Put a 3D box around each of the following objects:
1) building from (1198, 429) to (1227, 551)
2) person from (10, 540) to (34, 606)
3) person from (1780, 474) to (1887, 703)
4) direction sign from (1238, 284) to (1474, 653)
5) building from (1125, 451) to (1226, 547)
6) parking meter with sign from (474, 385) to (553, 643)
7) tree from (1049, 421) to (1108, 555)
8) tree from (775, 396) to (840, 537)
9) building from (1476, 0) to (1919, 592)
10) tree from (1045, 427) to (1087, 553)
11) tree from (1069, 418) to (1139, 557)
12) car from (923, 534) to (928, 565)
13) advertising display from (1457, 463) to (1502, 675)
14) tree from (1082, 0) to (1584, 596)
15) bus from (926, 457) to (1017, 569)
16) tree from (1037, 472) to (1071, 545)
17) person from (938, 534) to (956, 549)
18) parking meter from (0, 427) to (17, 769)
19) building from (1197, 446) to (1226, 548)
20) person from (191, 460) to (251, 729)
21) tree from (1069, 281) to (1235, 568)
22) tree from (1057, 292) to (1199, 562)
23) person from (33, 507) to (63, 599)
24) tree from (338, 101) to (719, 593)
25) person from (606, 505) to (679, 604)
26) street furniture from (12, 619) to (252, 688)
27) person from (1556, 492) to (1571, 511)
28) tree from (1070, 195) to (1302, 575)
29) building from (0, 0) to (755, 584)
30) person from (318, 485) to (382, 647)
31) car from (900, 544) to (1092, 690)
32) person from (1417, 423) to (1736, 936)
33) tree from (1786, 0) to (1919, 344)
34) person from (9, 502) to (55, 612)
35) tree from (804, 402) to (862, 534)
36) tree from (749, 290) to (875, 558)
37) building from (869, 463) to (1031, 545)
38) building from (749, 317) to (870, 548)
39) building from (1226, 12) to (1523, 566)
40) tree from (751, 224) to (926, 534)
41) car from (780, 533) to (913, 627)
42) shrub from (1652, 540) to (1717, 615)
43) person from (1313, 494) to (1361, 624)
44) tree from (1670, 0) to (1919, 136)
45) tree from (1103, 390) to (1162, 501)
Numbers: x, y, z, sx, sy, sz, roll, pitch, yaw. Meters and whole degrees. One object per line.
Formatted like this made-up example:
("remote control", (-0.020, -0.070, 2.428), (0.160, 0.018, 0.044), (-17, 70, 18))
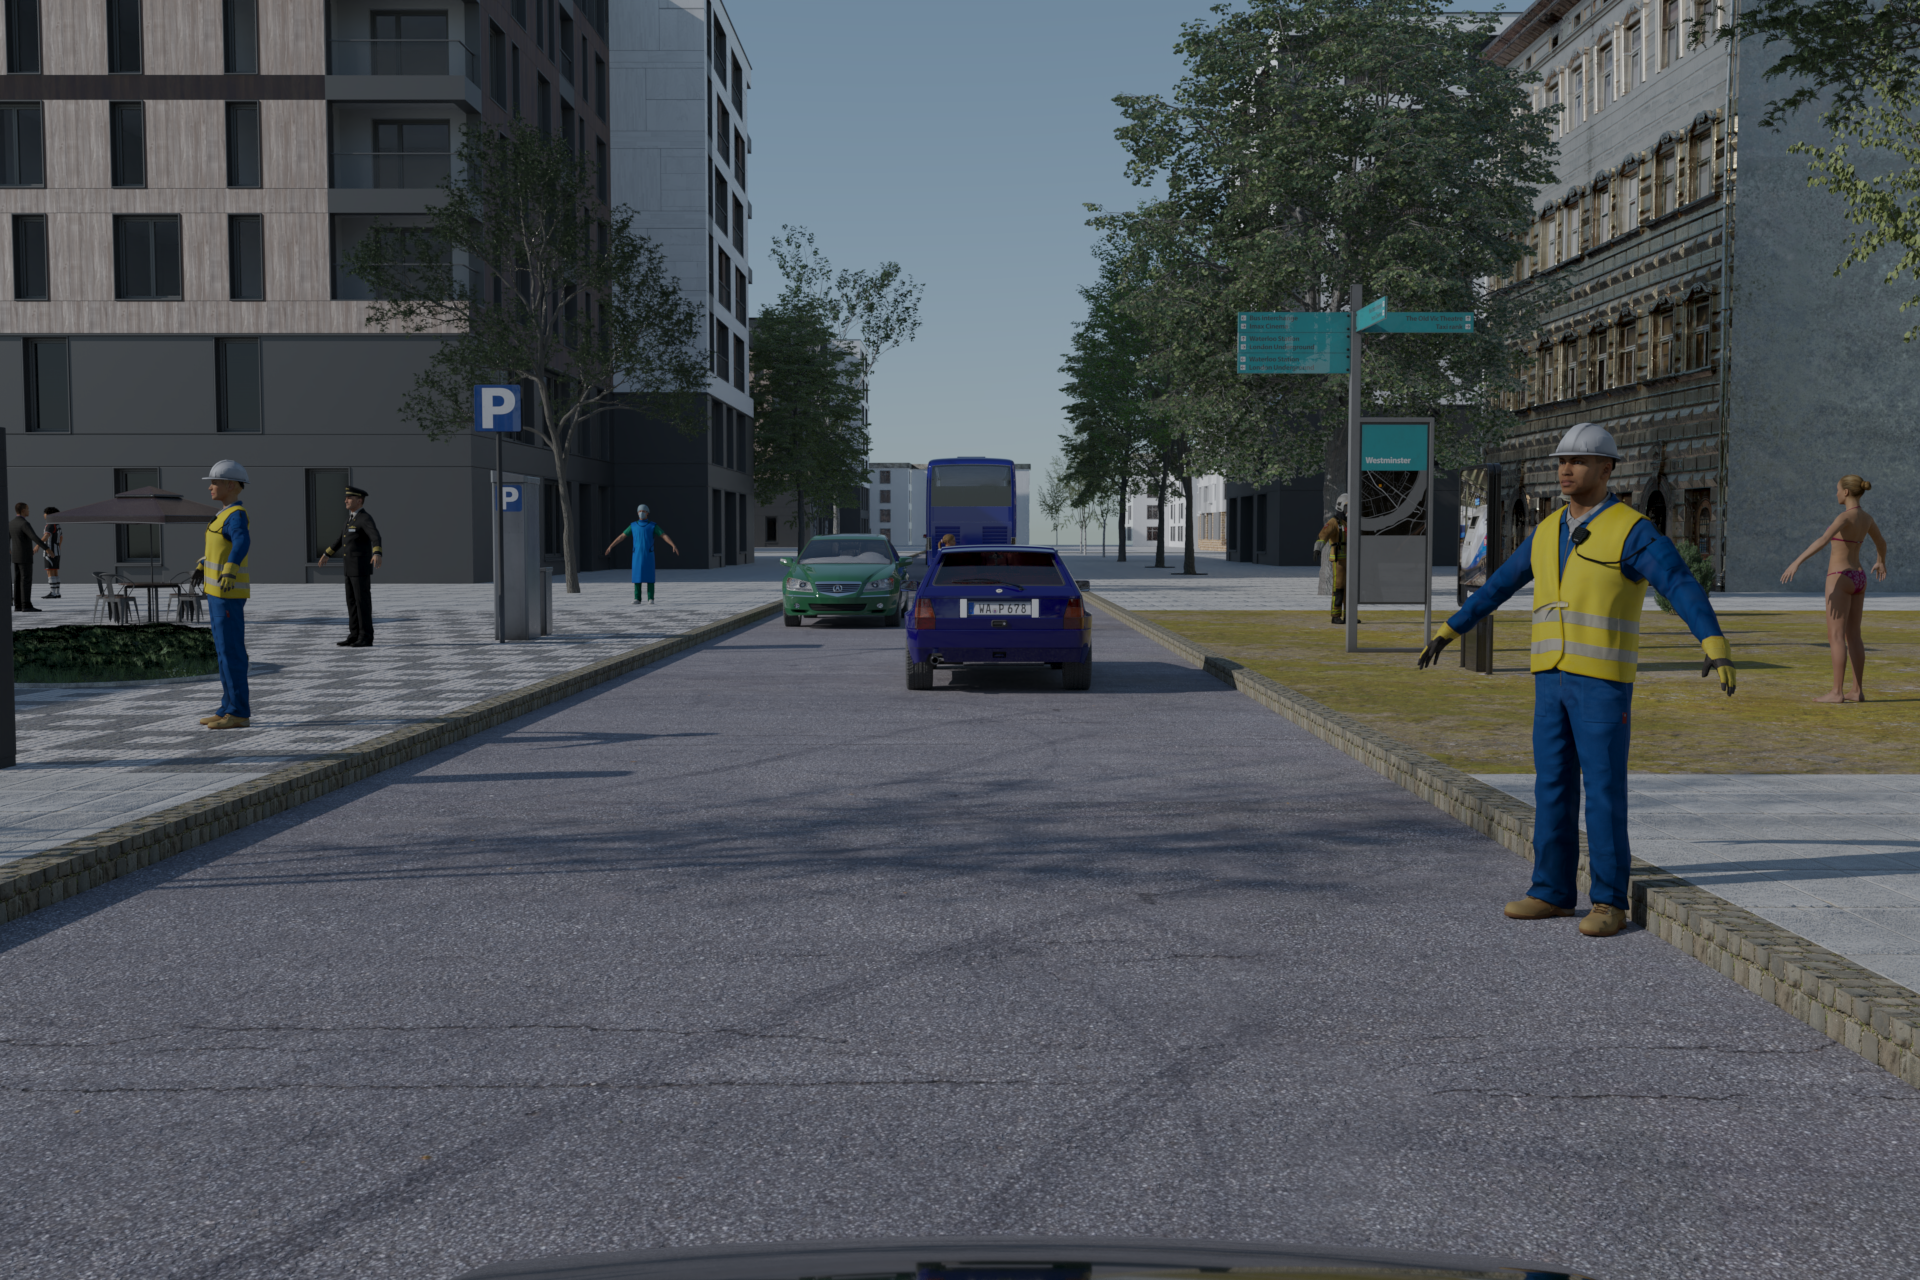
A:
("building", (24.426, -17.282, 138.983), (16.016, 20.090, 11.380), (0, 4, 0))
("person", (-17.070, -1.508, 30.784), (1.348, 1.813, 0.705), (0, 4, 4))
("person", (6.722, -0.395, 13.269), (1.217, 1.733, 0.721), (-2, 4, -30))
("direction sign", (4.247, -1.794, 18.095), (2.525, 3.948, 1.411), (0, 4, -1))
("building", (22.390, -14.542, 179.914), (9.099, 9.664, 28.070), (0, 4, 0))
("parking meter with sign", (-5.390, -1.522, 21.139), (0.543, 3.016, 1.738), (0, 4, 0))
("tree", (7.807, -9.540, 106.343), (4.360, 8.622, 3.978), (0, 3, 0))
("tree", (-7.814, -8.682, 92.312), (4.737, 8.622, 4.395), (0, 3, 0))
("building", (26.032, -13.176, 46.349), (19.493, 23.208, 18.063), (0, 4, 0))
("tree", (8.099, -10.013, 114.074), (4.360, 8.622, 3.978), (0, 3, 0))
("tree", (7.903, -8.843, 94.940), (4.360, 8.622, 3.978), (0, 3, 0))
("car", (-0.599, -4.487, 82.036), (2.281, 1.827, 5.304), (0, 3, 0))
("advertising display", (4.841, -0.671, 16.187), (0.123, 1.923, 0.974), (0, 4, 1))
("tree", (7.732, -7.907, 35.933), (9.857, 13.997, 8.962), (0, 3, 0))
("bus", (0.359, -3.840, 54.335), (2.896, 3.916, 12.251), (0, 4, 0))
("tree", (10.960, -15.257, 199.820), (4.737, 8.622, 4.395), (0, 3, 0))
("person", (-0.086, -0.830, 25.288), (0.599, 1.433, 0.991), (0, 4, 7))
("parking meter", (-5.425, -0.229, 9.449), (0.399, 1.863, 0.255), (0, 4, 1))
("building", (27.146, -18.541, 159.572), (16.016, 20.090, 11.380), (0, 4, 1))
("person", (-4.940, -0.308, 11.496), (0.721, 1.772, 1.216), (-2, 4, -32))
("tree", (7.733, -8.545, 65.469), (9.928, 11.665, 9.643), (0, 3, 0))
("tree", (7.898, -9.927, 80.441), (7.486, 12.596, 7.792), (0, 3, 0))
("person", (-18.065, -1.729, 34.408), (0.704, 1.843, 1.345), (-1, 4, -10))
("tree", (-8.664, -6.307, 37.529), (7.601, 10.594, 8.767), (3, 4, 36))
("person", (-5.784, -1.559, 31.623), (1.347, 1.817, 0.704), (0, 4, 3))
("street furniture", (-11.249, 0.113, 13.774), (10.072, 0.657, 5.734), (-1, 4, -12))
("person", (7.697, -0.992, 21.992), (0.705, 1.856, 1.354), (3, 4, 37))
("tree", (7.072, -7.861, 54.279), (9.928, 11.665, 9.643), (0, 3, 0))
("building", (-23.051, -13.224, 60.194), (27.936, 21.610, 32.646), (0, 3, 0))
("person", (-6.895, -0.845, 19.744), (1.347, 1.837, 0.705), (3, 5, 43))
("car", (0.356, -0.286, 17.260), (1.945, 1.354, 3.894), (0, 4, 0))
("person", (2.256, 0.128, 6.328), (0.705, 1.833, 1.349), (-2, 4, -33))
("tree", (12.107, -4.282, 20.375), (4.737, 8.622, 4.395), (0, 3, 0))
("person", (-15.420, -1.366, 28.551), (1.346, 1.802, 0.704), (2, 4, 31))
("tree", (-7.535, -8.990, 97.341), (4.737, 8.622, 4.395), (0, 3, 0))
("tree", (-7.900, -9.983, 81.355), (7.486, 12.596, 7.792), (0, 3, 0))
("building", (-5.716, -15.874, 204.139), (28.070, 9.664, 9.099), (0, 4, 3))
("building", (-24.402, -20.534, 179.710), (27.936, 21.610, 32.646), (0, 4, 1))
("building", (26.656, -14.710, 84.481), (27.936, 21.610, 32.646), (0, 4, 0))
("tree", (-9.256, -15.447, 108.455), (12.611, 20.169, 13.585), (0, 3, 0))
("car", (-1.805, -1.008, 28.285), (2.131, 1.459, 4.920), (0, 4, 1))
("shrub", (11.426, -0.994, 27.369), (1.383, 1.207, 1.383), (0, 3, 0))
("person", (5.508, -1.160, 24.730), (1.354, 1.858, 0.705), (-2, 4, -32))
("tree", (6.722, -4.526, 8.417), (7.601, 10.594, 8.767), (1, 4, 20))
("tree", (20.280, -21.420, 206.113), (12.611, 20.169, 13.585), (0, 3, 0))
